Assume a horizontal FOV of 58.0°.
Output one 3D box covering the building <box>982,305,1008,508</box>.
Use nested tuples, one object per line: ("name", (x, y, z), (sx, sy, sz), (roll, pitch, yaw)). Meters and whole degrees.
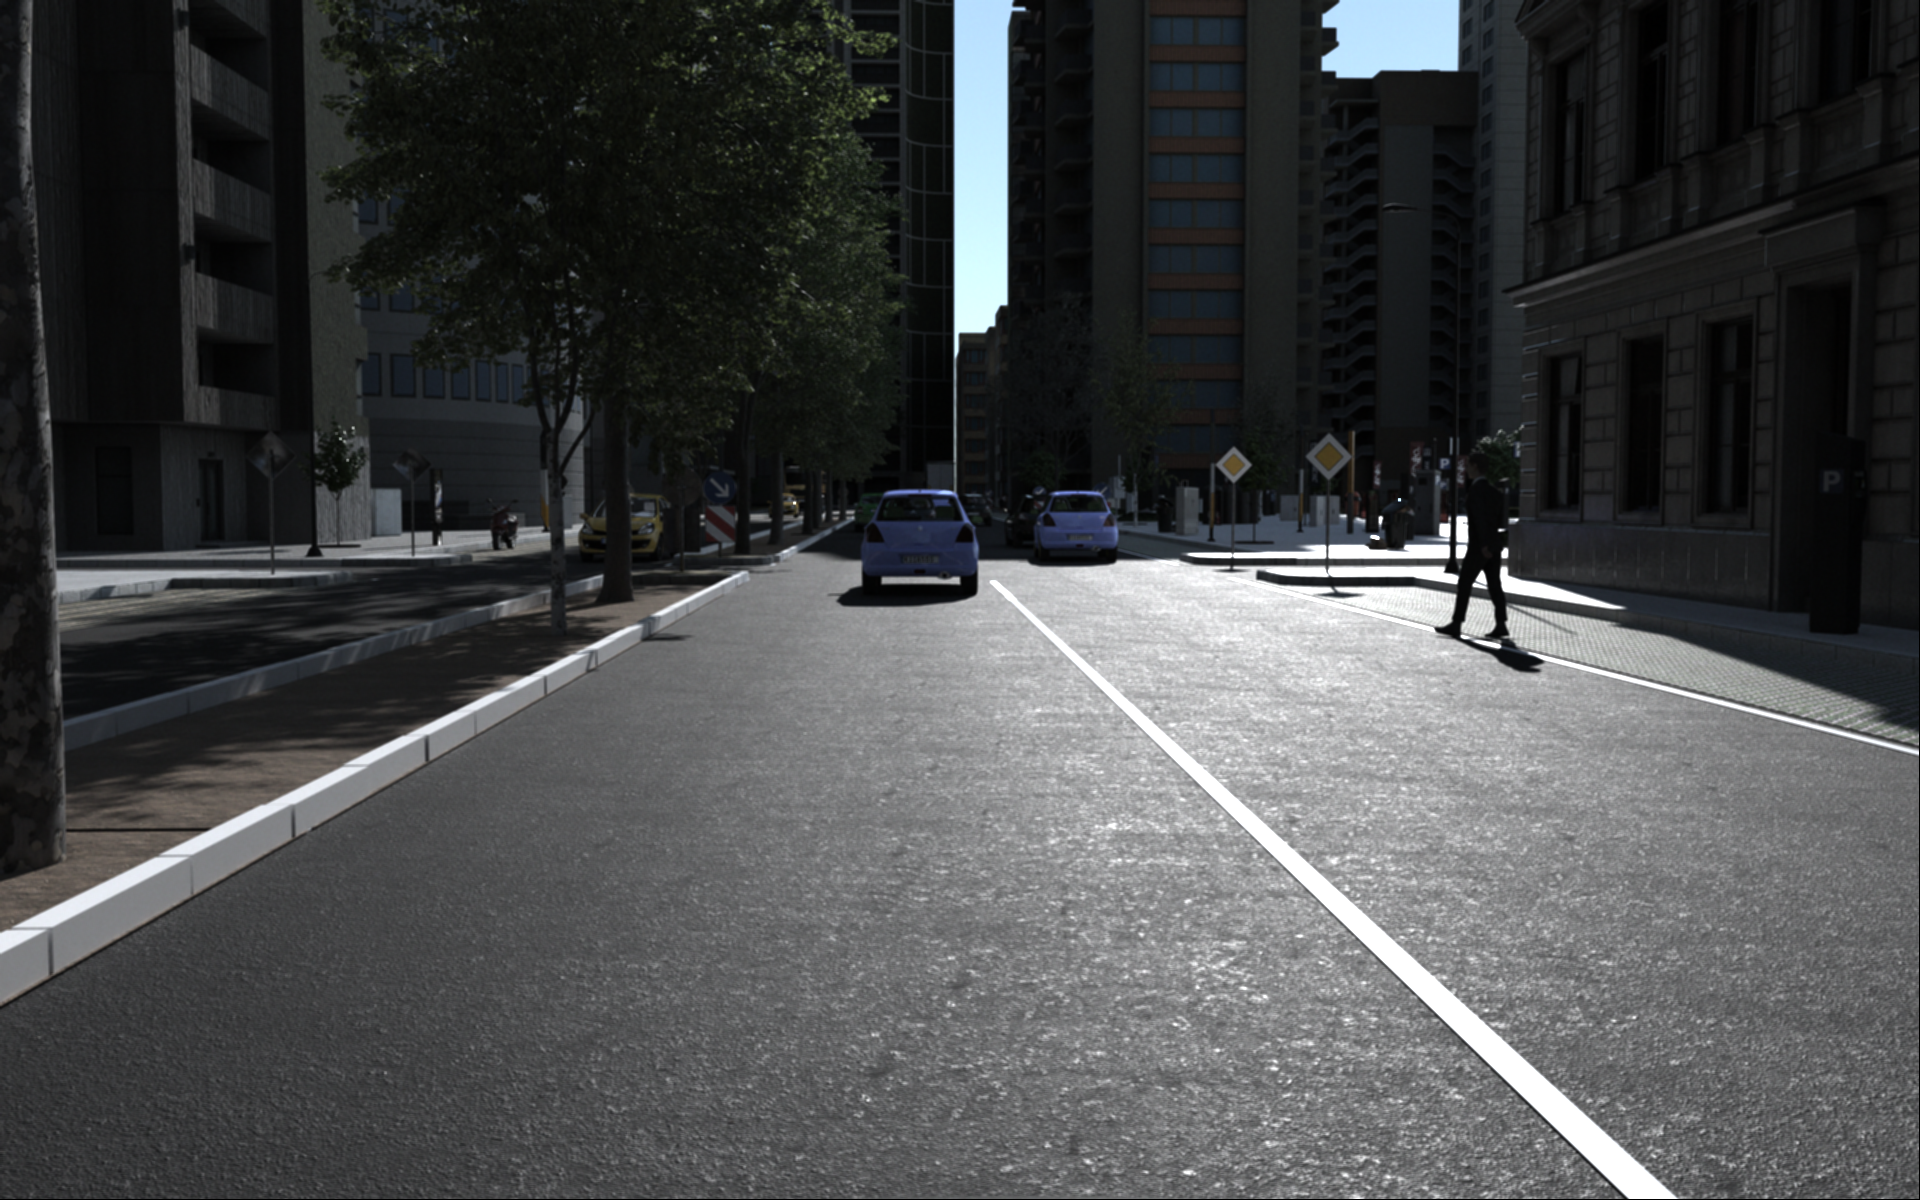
("building", (16.989, -20.096, 173.608), (27.650, 21.520, 28.899), (0, 4, -2))

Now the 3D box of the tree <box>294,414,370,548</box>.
("tree", (-15.149, -2.881, 41.712), (1.663, 3.219, 1.824), (0, 3, 0))

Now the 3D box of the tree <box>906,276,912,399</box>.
("tree", (-5.281, -7.844, 48.837), (7.486, 12.596, 7.792), (0, 3, 0))

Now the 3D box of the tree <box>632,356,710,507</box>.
("tree", (-15.495, -8.758, 93.556), (4.360, 8.622, 3.978), (0, 3, 0))

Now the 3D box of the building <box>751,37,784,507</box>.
("building", (-29.170, -33.714, 174.919), (21.600, 48.544, 21.300), (0, 4, -2))

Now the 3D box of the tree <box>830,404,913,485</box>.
("tree", (-6.956, -10.140, 102.666), (8.767, 10.594, 7.601), (0, 4, -2))

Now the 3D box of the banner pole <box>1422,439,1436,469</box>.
("banner pole", (21.404, -5.436, 78.903), (0.401, 3.779, 0.863), (-3, 5, -44))

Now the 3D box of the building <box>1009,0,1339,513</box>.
("building", (15.287, -29.019, 129.089), (22.147, 44.769, 28.867), (0, 4, -2))

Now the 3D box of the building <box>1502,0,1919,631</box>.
("building", (13.607, -9.362, 17.705), (10.561, 19.102, 19.286), (0, 4, -2))

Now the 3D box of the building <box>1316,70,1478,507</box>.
("building", (44.255, -32.452, 180.707), (14.200, 45.320, 14.600), (0, 4, -2))

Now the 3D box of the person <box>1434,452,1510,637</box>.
("person", (5.129, -0.550, 17.264), (0.659, 1.850, 0.755), (-3, 5, -42))

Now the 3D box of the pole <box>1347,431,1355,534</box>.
("pole", (12.622, -3.798, 55.939), (0.158, 3.312, 0.155), (0, 3, 0))

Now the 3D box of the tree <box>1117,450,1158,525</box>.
("tree", (7.226, -4.763, 72.473), (1.663, 3.219, 1.824), (0, 3, 0))

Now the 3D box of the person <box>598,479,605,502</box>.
("person", (-8.567, -2.051, 42.135), (0.767, 1.812, 0.694), (0, 4, -5))

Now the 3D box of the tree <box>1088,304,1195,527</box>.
("tree", (6.859, -7.127, 66.884), (4.737, 8.622, 4.395), (0, 3, 0))

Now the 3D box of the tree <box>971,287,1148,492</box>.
("tree", (5.788, -11.700, 101.660), (12.009, 13.543, 11.850), (0, 3, 0))

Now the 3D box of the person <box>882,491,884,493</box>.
("person", (-7.991, -10.376, 178.860), (1.217, 1.743, 0.721), (-1, 4, -19))

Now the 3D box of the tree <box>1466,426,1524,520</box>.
("tree", (26.566, -6.204, 85.142), (4.285, 4.588, 4.351), (0, 3, 0))

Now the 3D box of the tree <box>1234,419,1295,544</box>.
("tree", (7.581, -3.067, 44.743), (1.663, 3.219, 1.824), (0, 3, 0))

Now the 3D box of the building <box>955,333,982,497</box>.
("building", (14.307, -22.256, 208.921), (28.899, 21.520, 27.650), (0, 4, -2))

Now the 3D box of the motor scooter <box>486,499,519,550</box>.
("motor scooter", (-11.716, -1.942, 44.526), (0.815, 1.314, 1.986), (0, 4, -1))

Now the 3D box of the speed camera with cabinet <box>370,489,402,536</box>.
("speed camera with cabinet", (-17.992, -3.561, 52.555), (0.660, 3.252, 2.038), (3, 4, 37))

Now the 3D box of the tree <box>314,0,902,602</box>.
("tree", (-4.669, -6.266, 23.042), (7.486, 12.596, 7.792), (0, 3, 0))

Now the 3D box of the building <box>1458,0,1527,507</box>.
("building", (61.734, -45.250, 178.091), (20.611, 71.187, 20.563), (0, 4, -2))

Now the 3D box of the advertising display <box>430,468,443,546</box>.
("advertising display", (-13.124, -2.338, 43.435), (0.123, 1.923, 0.974), (0, 4, -6))

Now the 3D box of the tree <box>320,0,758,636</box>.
("tree", (-3.999, -3.924, 16.982), (4.737, 8.622, 4.395), (0, 3, 0))

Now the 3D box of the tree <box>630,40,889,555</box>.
("tree", (-4.902, -6.806, 39.491), (9.928, 11.665, 9.643), (0, 3, 0))

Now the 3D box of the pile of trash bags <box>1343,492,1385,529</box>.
("pile of trash bags", (15.736, -3.271, 63.238), (3.447, 1.369, 1.912), (1, 4, 21))

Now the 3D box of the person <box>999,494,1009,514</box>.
("person", (3.167, -6.886, 124.271), (0.799, 1.438, 0.628), (0, 4, 7))

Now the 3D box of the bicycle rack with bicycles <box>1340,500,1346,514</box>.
("bicycle rack with bicycles", (23.852, -5.911, 110.023), (2.925, 0.926, 2.852), (-3, 4, -39))

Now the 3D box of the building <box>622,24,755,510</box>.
("building", (-24.731, -30.241, 144.545), (14.600, 45.320, 14.200), (0, 4, -2))

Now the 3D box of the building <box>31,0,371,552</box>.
("building", (-23.433, -16.471, 40.995), (14.160, 30.474, 14.107), (0, 4, -2))

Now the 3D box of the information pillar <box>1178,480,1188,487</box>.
("information pillar", (11.758, -5.281, 90.830), (0.304, 2.012, 0.304), (0, 4, -7))

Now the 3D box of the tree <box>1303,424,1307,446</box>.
("tree", (19.632, -9.749, 109.759), (4.360, 8.622, 3.978), (0, 3, 0))

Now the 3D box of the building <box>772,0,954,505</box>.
("building", (-10.946, -46.764, 202.845), (20.611, 71.187, 20.563), (0, 4, -2))

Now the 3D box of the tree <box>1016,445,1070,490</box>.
("tree", (5.490, -7.916, 113.146), (4.285, 4.588, 4.351), (0, 3, 0))

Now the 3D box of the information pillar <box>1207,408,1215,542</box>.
("information pillar", (6.815, -3.391, 46.802), (0.183, 3.616, 0.504), (0, 4, 4))

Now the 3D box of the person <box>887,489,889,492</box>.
("person", (-5.928, -8.107, 140.911), (0.709, 1.838, 0.599), (3, 4, 36))

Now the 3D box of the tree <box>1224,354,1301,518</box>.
("tree", (16.025, -8.676, 92.208), (4.360, 8.622, 3.978), (0, 3, 0))

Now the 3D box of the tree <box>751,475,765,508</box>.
("tree", (-18.484, -9.923, 156.835), (1.663, 3.219, 1.824), (0, 3, 0))

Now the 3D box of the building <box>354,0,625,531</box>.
("building", (-26.639, -32.334, 70.664), (21.231, 58.520, 28.212), (0, 4, -2))

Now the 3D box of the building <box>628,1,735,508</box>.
("building", (-30.841, -32.643, 122.947), (28.713, 52.752, 27.495), (0, 4, -2))

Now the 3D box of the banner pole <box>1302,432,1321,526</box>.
("banner pole", (14.194, -4.893, 70.019), (0.863, 3.779, 0.401), (2, 4, 30))

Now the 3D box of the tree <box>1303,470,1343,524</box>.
("tree", (15.551, -4.894, 74.614), (1.663, 3.219, 1.824), (0, 3, 0))

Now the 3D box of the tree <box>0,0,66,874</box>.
("tree", (-4.920, -9.084, 6.869), (12.611, 20.169, 13.585), (0, 3, 0))

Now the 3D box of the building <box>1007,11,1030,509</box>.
("building", (11.052, -28.593, 151.094), (14.154, 41.232, 14.086), (0, 4, -2))

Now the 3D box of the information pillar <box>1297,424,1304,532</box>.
("information pillar", (11.444, -4.083, 58.113), (0.183, 3.616, 0.504), (0, 4, 4))

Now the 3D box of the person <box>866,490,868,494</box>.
("person", (-9.947, -10.866, 186.182), (1.348, 1.821, 0.705), (1, 4, 15))

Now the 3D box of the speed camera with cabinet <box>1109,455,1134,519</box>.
("speed camera with cabinet", (8.611, -5.763, 88.563), (2.038, 3.252, 0.660), (-2, 4, -27))

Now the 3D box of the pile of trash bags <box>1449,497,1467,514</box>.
("pile of trash bags", (31.982, -6.164, 110.535), (1.912, 1.369, 3.447), (3, 5, 40))

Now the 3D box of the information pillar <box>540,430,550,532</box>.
("information pillar", (-13.994, -4.097, 58.337), (0.183, 3.616, 0.504), (-2, 4, -34))
